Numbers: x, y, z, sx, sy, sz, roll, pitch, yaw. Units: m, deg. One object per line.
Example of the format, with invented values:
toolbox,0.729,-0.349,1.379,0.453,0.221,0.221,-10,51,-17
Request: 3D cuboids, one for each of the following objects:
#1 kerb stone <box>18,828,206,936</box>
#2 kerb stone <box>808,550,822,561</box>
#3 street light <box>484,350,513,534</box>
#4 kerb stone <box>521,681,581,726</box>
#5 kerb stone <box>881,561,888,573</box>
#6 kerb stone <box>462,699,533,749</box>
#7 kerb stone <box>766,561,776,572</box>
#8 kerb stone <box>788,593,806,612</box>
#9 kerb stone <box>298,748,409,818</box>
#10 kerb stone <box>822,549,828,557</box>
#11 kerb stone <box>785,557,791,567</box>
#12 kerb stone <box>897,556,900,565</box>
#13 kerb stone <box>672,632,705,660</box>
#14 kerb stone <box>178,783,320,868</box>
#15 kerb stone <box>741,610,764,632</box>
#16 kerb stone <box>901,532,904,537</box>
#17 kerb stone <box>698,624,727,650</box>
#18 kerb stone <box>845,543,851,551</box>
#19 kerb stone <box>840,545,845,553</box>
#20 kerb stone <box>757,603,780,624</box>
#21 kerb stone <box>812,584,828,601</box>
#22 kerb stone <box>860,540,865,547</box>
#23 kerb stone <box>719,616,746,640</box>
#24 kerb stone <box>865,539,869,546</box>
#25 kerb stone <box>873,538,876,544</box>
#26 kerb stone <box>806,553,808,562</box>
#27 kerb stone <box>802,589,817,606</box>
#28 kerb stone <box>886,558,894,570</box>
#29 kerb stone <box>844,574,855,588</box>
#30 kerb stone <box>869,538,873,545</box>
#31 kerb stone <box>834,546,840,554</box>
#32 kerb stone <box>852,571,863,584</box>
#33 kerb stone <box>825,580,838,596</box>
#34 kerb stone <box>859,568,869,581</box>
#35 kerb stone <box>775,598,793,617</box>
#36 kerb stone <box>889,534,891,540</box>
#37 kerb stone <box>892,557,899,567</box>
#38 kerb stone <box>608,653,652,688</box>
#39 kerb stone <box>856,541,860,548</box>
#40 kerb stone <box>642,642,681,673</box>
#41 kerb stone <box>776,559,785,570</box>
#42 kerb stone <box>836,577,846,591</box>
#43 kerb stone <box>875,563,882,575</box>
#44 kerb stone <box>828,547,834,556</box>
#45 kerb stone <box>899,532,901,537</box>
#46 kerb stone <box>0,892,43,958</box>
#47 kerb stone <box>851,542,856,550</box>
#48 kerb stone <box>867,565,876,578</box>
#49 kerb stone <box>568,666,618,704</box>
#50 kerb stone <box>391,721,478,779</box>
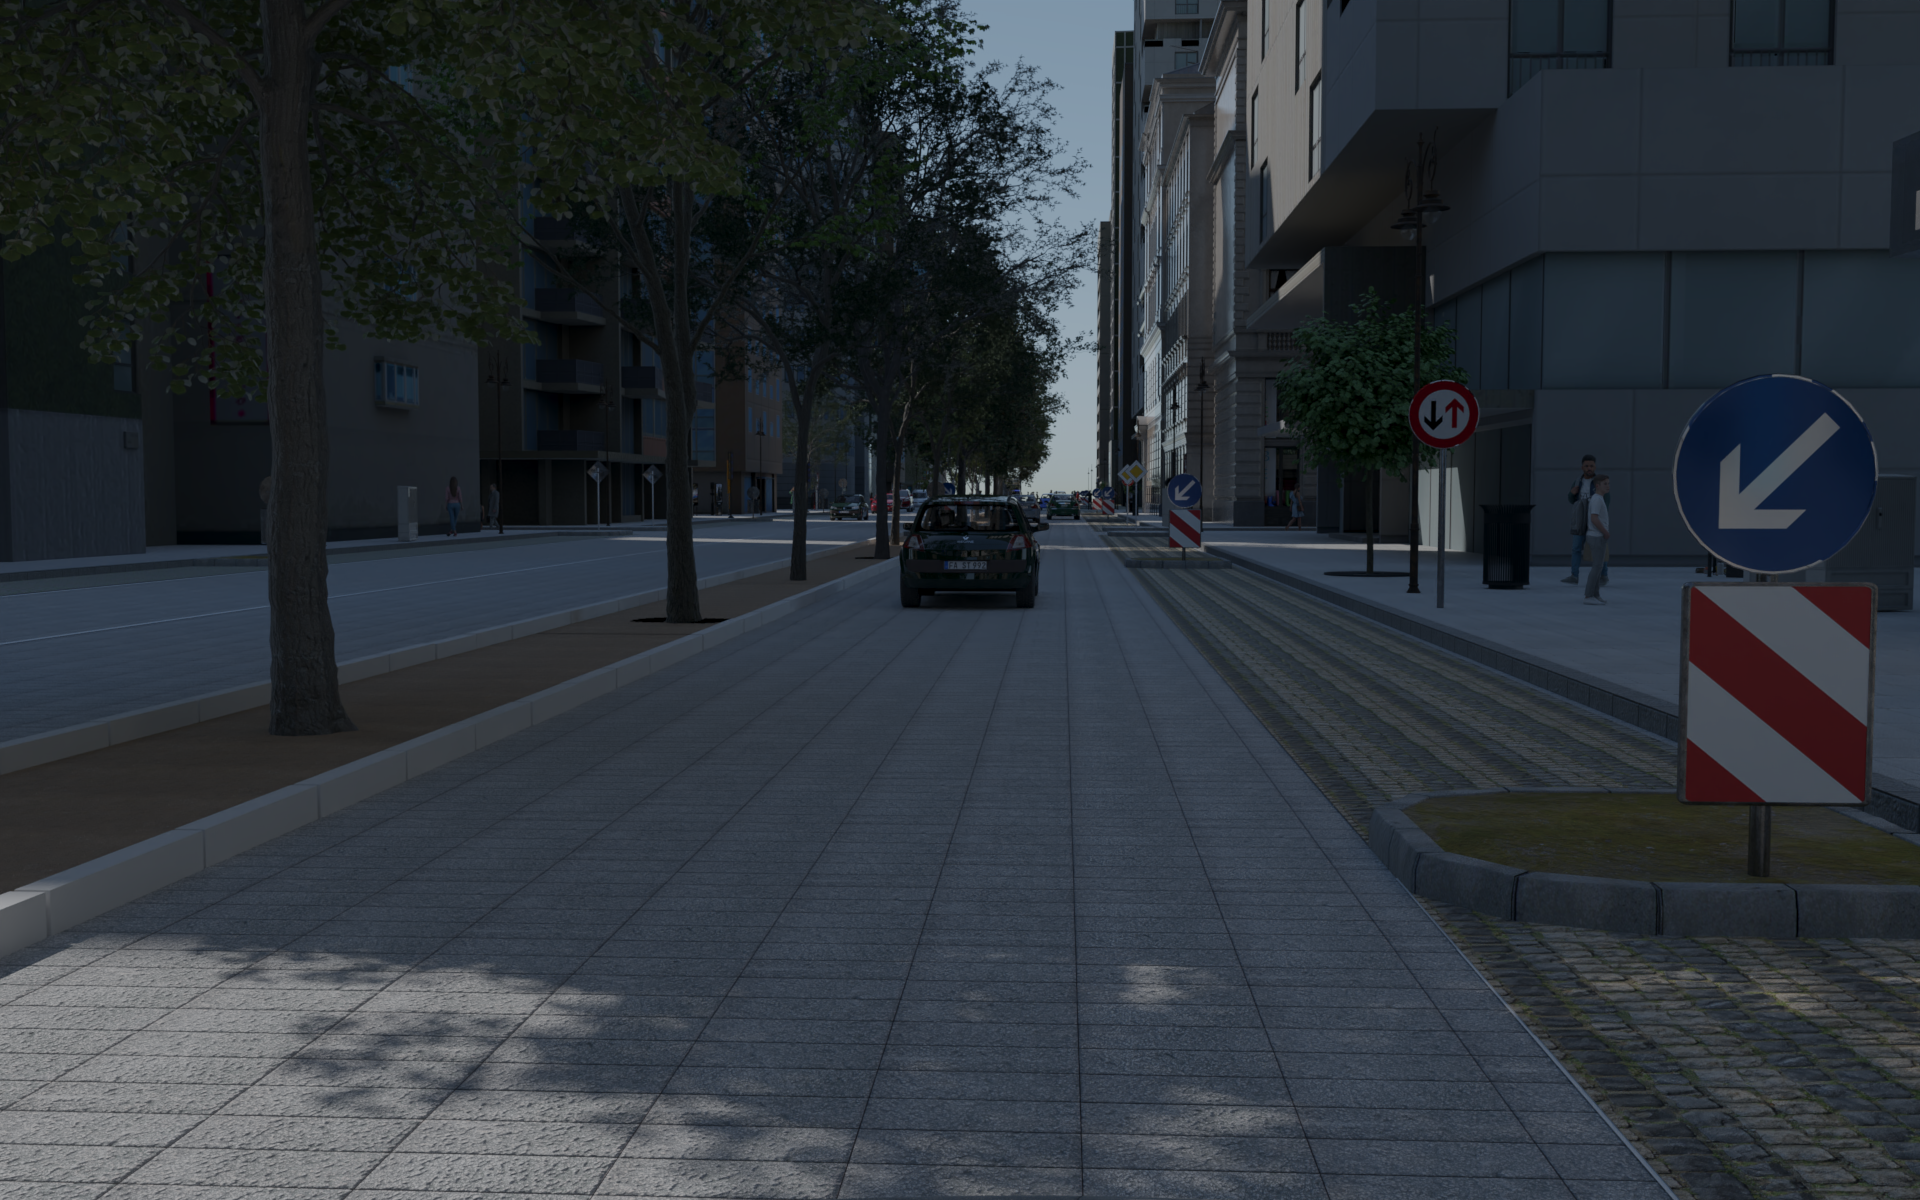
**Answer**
kerb stone,-2.976,0.984,6.112,0.120,0.150,1.000,0,4,3
kerb stone,-3.209,-0.962,37.929,0.120,0.150,1.000,0,4,3
street light,-14.778,-5.065,55.608,0.468,5.910,1.993,0,4,3
kerb stone,-2.671,0.671,11.217,0.120,0.150,1.000,0,4,3
kerb stone,-1.469,-0.581,31.702,0.120,0.150,1.000,0,4,3
kerb stone,-2.740,0.735,10.197,0.120,0.150,1.000,0,4,3
kerb stone,-3.570,-0.581,31.774,0.120,0.150,1.000,0,4,3
kerb stone,-2.072,0.046,21.445,0.120,0.150,1.000,0,4,3
kerb stone,-2.856,0.859,8.155,0.120,0.150,1.000,0,4,3
kerb stone,-3.156,-1.024,38.955,0.120,0.150,1.000,0,4,3
kerb stone,-3.440,-0.711,33.832,0.120,0.150,1.000,0,4,3
kerb stone,-1.291,-0.769,34.765,0.120,0.150,1.000,0,4,3
kerb stone,-2.441,0.425,15.311,0.120,0.150,1.000,0,4,3
kerb stone,-2.919,0.921,7.132,0.120,0.150,1.000,0,4,3
kerb stone,-2.253,0.237,18.378,0.120,0.150,1.000,0,4,3
kerb stone,-1.995,-2.217,58.450,0.120,0.150,1.000,0,4,3
kerb stone,-2.374,0.358,16.337,0.120,0.150,1.000,0,4,3
kerb stone,-2.902,-1.275,43.044,0.120,0.150,1.000,0,4,3
kerb stone,-2.962,-1.213,42.024,0.120,0.150,1.000,0,4,3
kerb stone,-2.189,0.171,19.399,0.120,0.150,1.000,0,4,3
kerb stone,-1.948,-0.080,23.496,0.120,0.150,1.000,0,4,3
kerb stone,-2.726,-1.463,46.135,0.120,0.150,1.000,0,4,3
kerb stone,-2.321,0.296,17.358,0.120,0.150,1.000,0,4,3
kerb stone,-2.673,-1.525,47.166,0.120,0.150,1.000,0,4,3
kerb stone,-2.536,-1.650,49.224,0.120,0.150,1.000,0,4,3
kerb stone,-3.334,-0.834,35.881,0.120,0.150,1.000,0,4,3
kerb stone,-2.014,-0.013,22.474,0.120,0.150,1.000,0,4,3
kerb stone,-1.405,-0.644,32.723,0.120,0.150,1.000,0,4,3
kerb stone,-1.771,-0.266,26.580,0.120,0.150,1.000,0,4,3
kerb stone,-2.608,-1.590,48.195,0.120,0.150,1.000,0,4,3
kerb stone,-3.035,-1.145,41.002,0.120,0.150,1.000,0,4,3
kerb stone,-1.711,-0.329,27.609,0.120,0.150,1.000,0,4,3
kerb stone,-1.893,-0.143,24.527,0.120,0.150,1.000,0,4,3
kerb stone,-1.656,-0.394,28.634,0.120,0.150,1.000,0,4,3
kerb stone,-2.133,0.111,20.424,0.120,0.150,1.000,0,4,3
kerb stone,-2.184,-2.027,55.372,0.120,0.150,1.000,0,4,3
kerb stone,-1.354,-0.706,33.744,0.120,0.150,1.000,0,4,3
kerb stone,-2.556,0.546,13.268,0.120,0.150,1.000,0,4,3
kerb stone,-2.784,-1.402,45.110,0.120,0.150,1.000,0,4,3
kerb stone,-2.495,0.484,14.290,0.120,0.150,1.000,0,4,3
kerb stone,-3.510,-0.649,32.809,0.120,0.150,1.000,0,4,3
kerb stone,-1.842,-0.201,25.553,0.120,0.150,1.000,0,4,3
kerb stone,-1.536,-0.519,30.682,0.120,0.150,1.000,0,4,3
kerb stone,-3.087,-1.087,39.980,0.120,0.150,1.000,0,4,3
kerb stone,-2.118,-2.092,56.397,0.120,0.150,1.000,0,4,3
kerb stone,-3.037,1.046,5.091,0.120,0.150,1.000,0,4,3
kerb stone,-2.842,-1.332,44.073,0.120,0.150,1.000,0,4,3
kerb stone,-1.593,-0.457,29.662,0.120,0.150,1.000,0,4,3
kerb stone,-2.619,0.609,12.238,0.120,0.150,1.000,0,4,3
kerb stone,-2.798,0.797,9.177,0.120,0.150,1.000,0,4,3
